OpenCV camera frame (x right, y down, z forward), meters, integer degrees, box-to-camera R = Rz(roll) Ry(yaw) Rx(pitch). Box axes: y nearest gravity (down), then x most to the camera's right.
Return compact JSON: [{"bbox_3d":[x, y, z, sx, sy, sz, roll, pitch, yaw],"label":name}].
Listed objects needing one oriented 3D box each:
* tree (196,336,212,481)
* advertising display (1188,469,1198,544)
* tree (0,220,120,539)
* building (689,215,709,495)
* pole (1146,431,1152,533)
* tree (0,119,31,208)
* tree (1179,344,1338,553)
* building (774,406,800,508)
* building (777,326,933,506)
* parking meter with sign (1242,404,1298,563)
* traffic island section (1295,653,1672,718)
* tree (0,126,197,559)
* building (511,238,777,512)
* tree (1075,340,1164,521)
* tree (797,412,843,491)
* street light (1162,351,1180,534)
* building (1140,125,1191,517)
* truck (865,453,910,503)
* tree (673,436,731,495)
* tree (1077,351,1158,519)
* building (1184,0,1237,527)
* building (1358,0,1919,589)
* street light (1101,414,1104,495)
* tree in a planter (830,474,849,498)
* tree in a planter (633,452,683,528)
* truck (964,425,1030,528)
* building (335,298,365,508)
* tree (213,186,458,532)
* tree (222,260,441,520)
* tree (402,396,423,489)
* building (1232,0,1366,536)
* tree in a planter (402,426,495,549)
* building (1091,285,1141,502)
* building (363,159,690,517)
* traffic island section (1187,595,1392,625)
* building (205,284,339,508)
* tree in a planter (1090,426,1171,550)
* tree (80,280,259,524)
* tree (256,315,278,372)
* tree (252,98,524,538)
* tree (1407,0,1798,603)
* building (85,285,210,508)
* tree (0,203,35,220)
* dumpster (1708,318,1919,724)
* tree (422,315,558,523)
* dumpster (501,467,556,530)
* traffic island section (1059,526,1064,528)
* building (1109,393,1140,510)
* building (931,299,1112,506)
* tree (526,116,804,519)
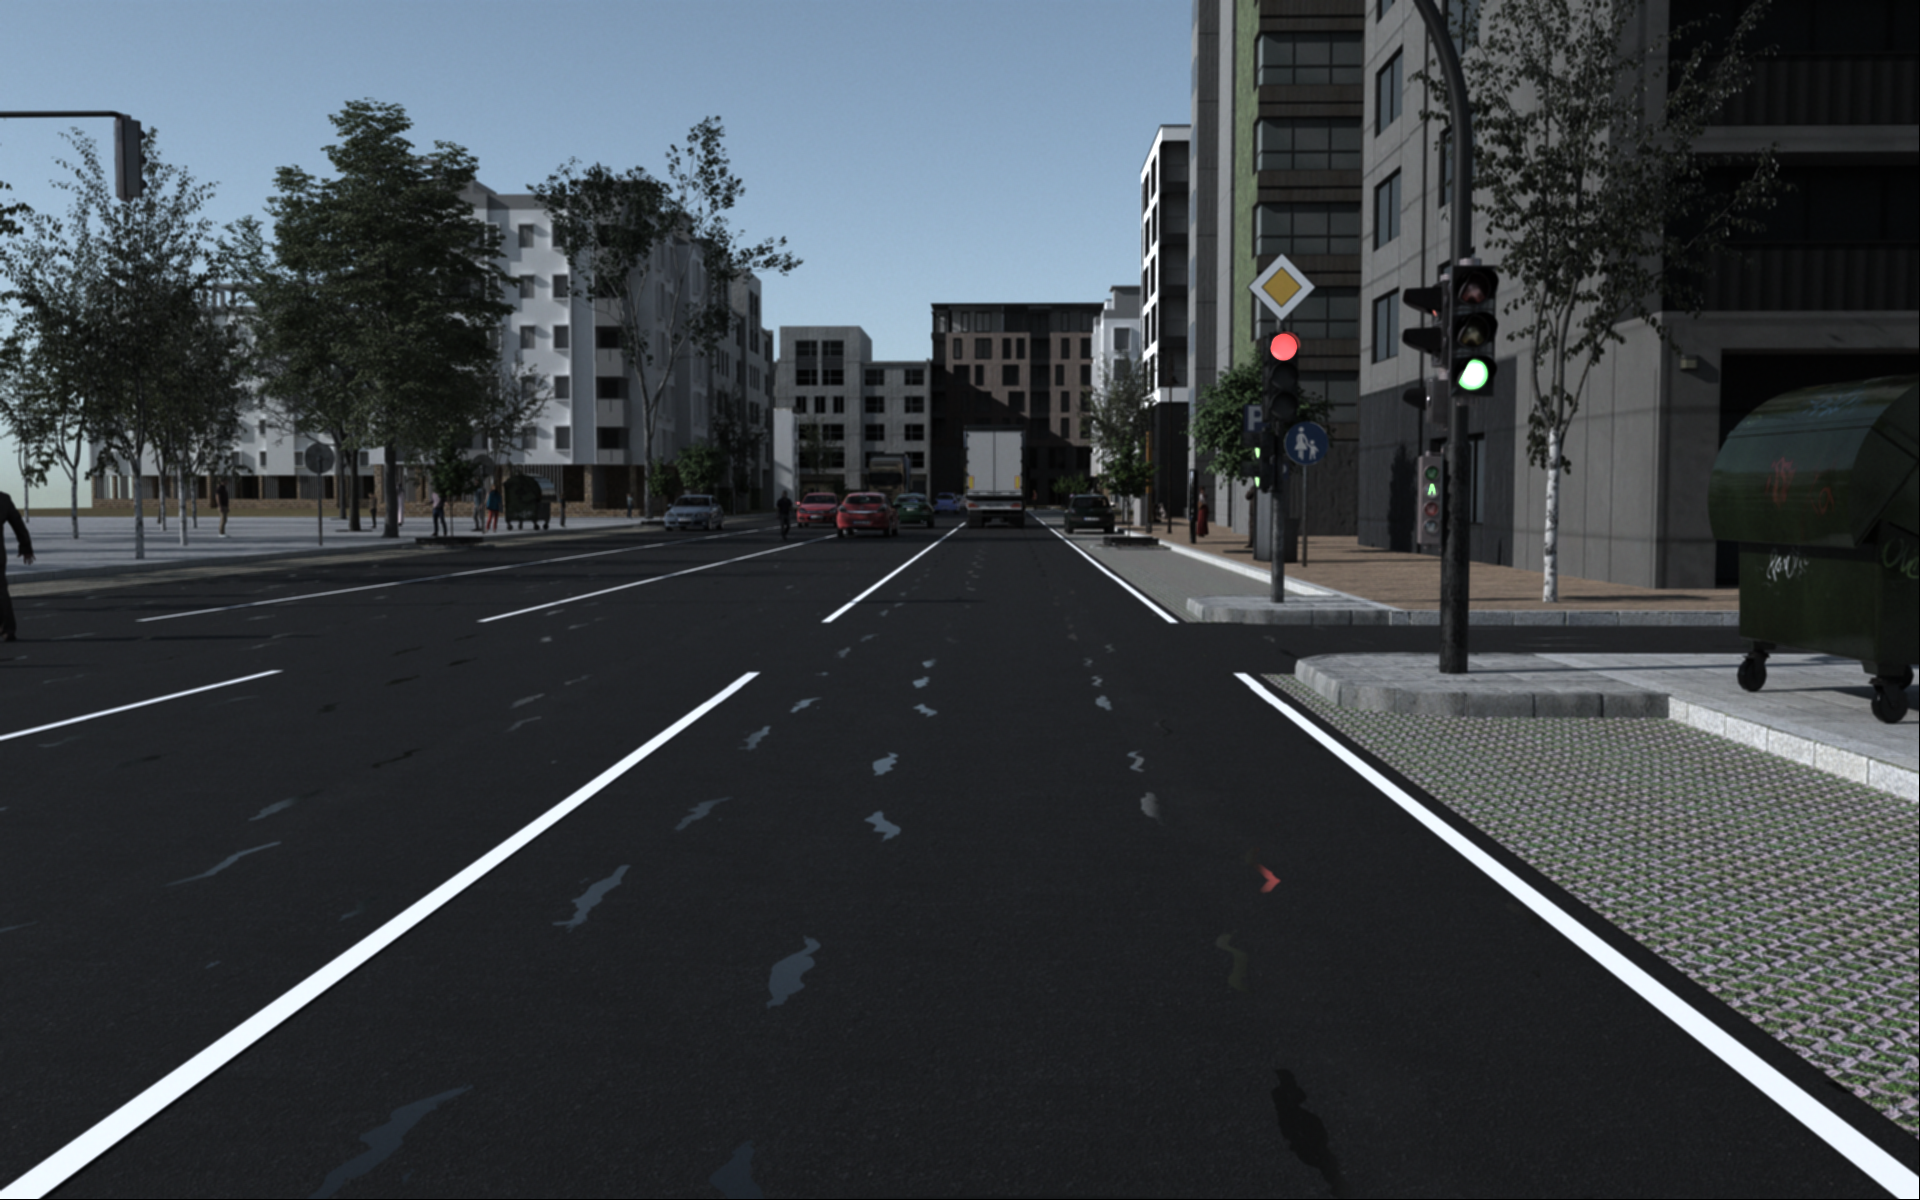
[{"bbox_3d":[-27.887,-6.714,60.132,4.737,8.622,4.395,0,3,0],"label":"tree"},{"bbox_3d":[6.052,-2.431,44.956,0.123,1.923,0.974,0,4,1],"label":"advertising display"},{"bbox_3d":[-25.340,-6.066,49.546,4.737,8.622,4.395,0,3,0],"label":"tree"},{"bbox_3d":[-24.919,-15.779,114.403,16.016,20.091,11.380,0,4,1],"label":"building"},{"bbox_3d":[6.174,-3.833,56.513,0.158,3.312,0.155,0,3,0],"label":"pole"},{"bbox_3d":[-16.962,-4.711,27.389,4.737,8.622,4.395,0,3,0],"label":"tree"},{"bbox_3d":[6.434,-3.319,37.975,4.285,4.588,4.351,0,3,0],"label":"tree"},{"bbox_3d":[-29.772,-13.652,165.349,28.070,9.664,9.099,0,4,1],"label":"building"},{"bbox_3d":[-18.742,-19.849,190.988,31.486,18.905,16.747,0,4,1],"label":"building"},{"bbox_3d":[5.930,-2.238,32.859,0.543,3.016,1.738,-1,4,-13],"label":"parking meter with sign"},{"bbox_3d":[3.562,0.600,12.473,2.009,0.180,2.903,0,4,1],"label":"traffic island section"},{"bbox_3d":[-16.473,-5.114,33.971,4.360,8.622,3.978,0,3,0],"label":"tree"},{"bbox_3d":[-25.063,-16.476,135.844,16.747,18.905,31.486,0,4,1],"label":"building"},{"bbox_3d":[7.854,-8.106,82.895,4.360,8.622,3.978,0,3,0],"label":"tree"},{"bbox_3d":[-12.752,-12.526,155.165,4.737,8.622,4.395,0,3,0],"label":"tree"},{"bbox_3d":[6.808,-5.096,56.105,0.468,5.910,1.993,0,4,1],"label":"street light"},{"bbox_3d":[25.453,-16.399,112.095,27.936,21.610,32.646,0,4,1],"label":"building"},{"bbox_3d":[-4.962,-8.130,121.831,2.839,4.237,11.283,0,4,1],"label":"truck"},{"bbox_3d":[-14.657,-7.000,98.164,4.285,4.588,4.351,0,3,0],"label":"tree"},{"bbox_3d":[8.146,-8.434,88.255,4.737,8.622,4.395,0,3,0],"label":"tree"},{"bbox_3d":[21.271,-32.864,79.332,21.231,58.520,28.212,0,4,1],"label":"building"},{"bbox_3d":[19.949,-36.261,31.116,20.611,71.187,20.563,0,4,1],"label":"building"},{"bbox_3d":[7.754,-7.424,94.178,0.468,5.910,1.993,0,4,1],"label":"street light"},{"bbox_3d":[-10.605,-9.403,150.953,1.991,3.239,1.994,0,4,1],"label":"tree in a planter"},{"bbox_3d":[-12.646,-4.643,73.141,1.991,3.239,1.994,0,4,1],"label":"tree in a planter"},{"bbox_3d":[1.651,-5.334,76.128,2.839,4.237,11.283,0,4,3],"label":"truck"},{"bbox_3d":[-49.568,-18.726,162.581,11.380,20.091,16.016,0,4,1],"label":"building"},{"bbox_3d":[-20.875,-8.150,59.002,9.928,11.665,9.643,0,3,0],"label":"tree"},{"bbox_3d":[-31.082,-10.805,87.028,12.009,13.543,11.850,0,3,0],"label":"tree"},{"bbox_3d":[-23.094,-7.745,76.991,4.360,8.622,3.978,0,3,0],"label":"tree"},{"bbox_3d":[16.132,-22.903,58.064,14.154,41.232,14.086,0,4,1],"label":"building"},{"bbox_3d":[-13.368,-2.951,45.471,1.991,3.239,1.994,0,4,1],"label":"tree in a planter"},{"bbox_3d":[20.436,-18.731,162.670,16.016,20.091,11.380,0,4,1],"label":"building"},{"bbox_3d":[-25.244,-15.058,102.614,16.016,20.091,11.380,0,4,1],"label":"building"},{"bbox_3d":[3.771,0.112,20.456,2.009,0.180,2.903,0,4,1],"label":"traffic island section"},{"bbox_3d":[-60.961,-18.705,162.243,11.380,20.091,16.016,0,4,1],"label":"building"},{"bbox_3d":[4.407,-2.923,45.017,1.991,3.239,1.994,0,4,1],"label":"tree in a planter"},{"bbox_3d":[-34.308,-8.586,74.793,7.601,10.594,8.767,0,4,-4],"label":"tree"},{"bbox_3d":[-19.236,-5.655,42.814,4.360,8.622,3.978,0,3,0],"label":"tree"},{"bbox_3d":[-16.786,-8.114,50.786,7.486,12.596,7.792,0,3,0],"label":"tree"},{"bbox_3d":[7.239,-4.278,20.314,4.360,8.622,3.978,0,3,0],"label":"tree"},{"bbox_3d":[-72.922,-18.794,163.697,11.380,20.091,16.016,0,4,1],"label":"building"},{"bbox_3d":[-26.539,-5.772,44.729,4.737,8.622,4.395,0,3,0],"label":"tree"},{"bbox_3d":[5.627,-0.483,10.395,1.502,2.255,1.985,0,4,1],"label":"dumpster"},{"bbox_3d":[-18.628,-7.289,69.536,4.360,8.622,3.978,0,3,0],"label":"tree"},{"bbox_3d":[-15.377,-3.619,61.658,1.502,2.255,1.985,0,4,2],"label":"dumpster"},{"bbox_3d":[5.142,-3.039,72.551,1.991,0.108,1.994,0,4,1],"label":"traffic island section"},{"bbox_3d":[17.620,-12.283,142.977,9.099,9.664,28.070,0,4,1],"label":"building"},{"bbox_3d":[13.463,-21.519,195.812,32.646,21.610,27.936,0,4,1],"label":"building"},{"bbox_3d":[-14.709,-14.114,86.657,12.611,20.169,13.585,0,3,0],"label":"tree"}]
